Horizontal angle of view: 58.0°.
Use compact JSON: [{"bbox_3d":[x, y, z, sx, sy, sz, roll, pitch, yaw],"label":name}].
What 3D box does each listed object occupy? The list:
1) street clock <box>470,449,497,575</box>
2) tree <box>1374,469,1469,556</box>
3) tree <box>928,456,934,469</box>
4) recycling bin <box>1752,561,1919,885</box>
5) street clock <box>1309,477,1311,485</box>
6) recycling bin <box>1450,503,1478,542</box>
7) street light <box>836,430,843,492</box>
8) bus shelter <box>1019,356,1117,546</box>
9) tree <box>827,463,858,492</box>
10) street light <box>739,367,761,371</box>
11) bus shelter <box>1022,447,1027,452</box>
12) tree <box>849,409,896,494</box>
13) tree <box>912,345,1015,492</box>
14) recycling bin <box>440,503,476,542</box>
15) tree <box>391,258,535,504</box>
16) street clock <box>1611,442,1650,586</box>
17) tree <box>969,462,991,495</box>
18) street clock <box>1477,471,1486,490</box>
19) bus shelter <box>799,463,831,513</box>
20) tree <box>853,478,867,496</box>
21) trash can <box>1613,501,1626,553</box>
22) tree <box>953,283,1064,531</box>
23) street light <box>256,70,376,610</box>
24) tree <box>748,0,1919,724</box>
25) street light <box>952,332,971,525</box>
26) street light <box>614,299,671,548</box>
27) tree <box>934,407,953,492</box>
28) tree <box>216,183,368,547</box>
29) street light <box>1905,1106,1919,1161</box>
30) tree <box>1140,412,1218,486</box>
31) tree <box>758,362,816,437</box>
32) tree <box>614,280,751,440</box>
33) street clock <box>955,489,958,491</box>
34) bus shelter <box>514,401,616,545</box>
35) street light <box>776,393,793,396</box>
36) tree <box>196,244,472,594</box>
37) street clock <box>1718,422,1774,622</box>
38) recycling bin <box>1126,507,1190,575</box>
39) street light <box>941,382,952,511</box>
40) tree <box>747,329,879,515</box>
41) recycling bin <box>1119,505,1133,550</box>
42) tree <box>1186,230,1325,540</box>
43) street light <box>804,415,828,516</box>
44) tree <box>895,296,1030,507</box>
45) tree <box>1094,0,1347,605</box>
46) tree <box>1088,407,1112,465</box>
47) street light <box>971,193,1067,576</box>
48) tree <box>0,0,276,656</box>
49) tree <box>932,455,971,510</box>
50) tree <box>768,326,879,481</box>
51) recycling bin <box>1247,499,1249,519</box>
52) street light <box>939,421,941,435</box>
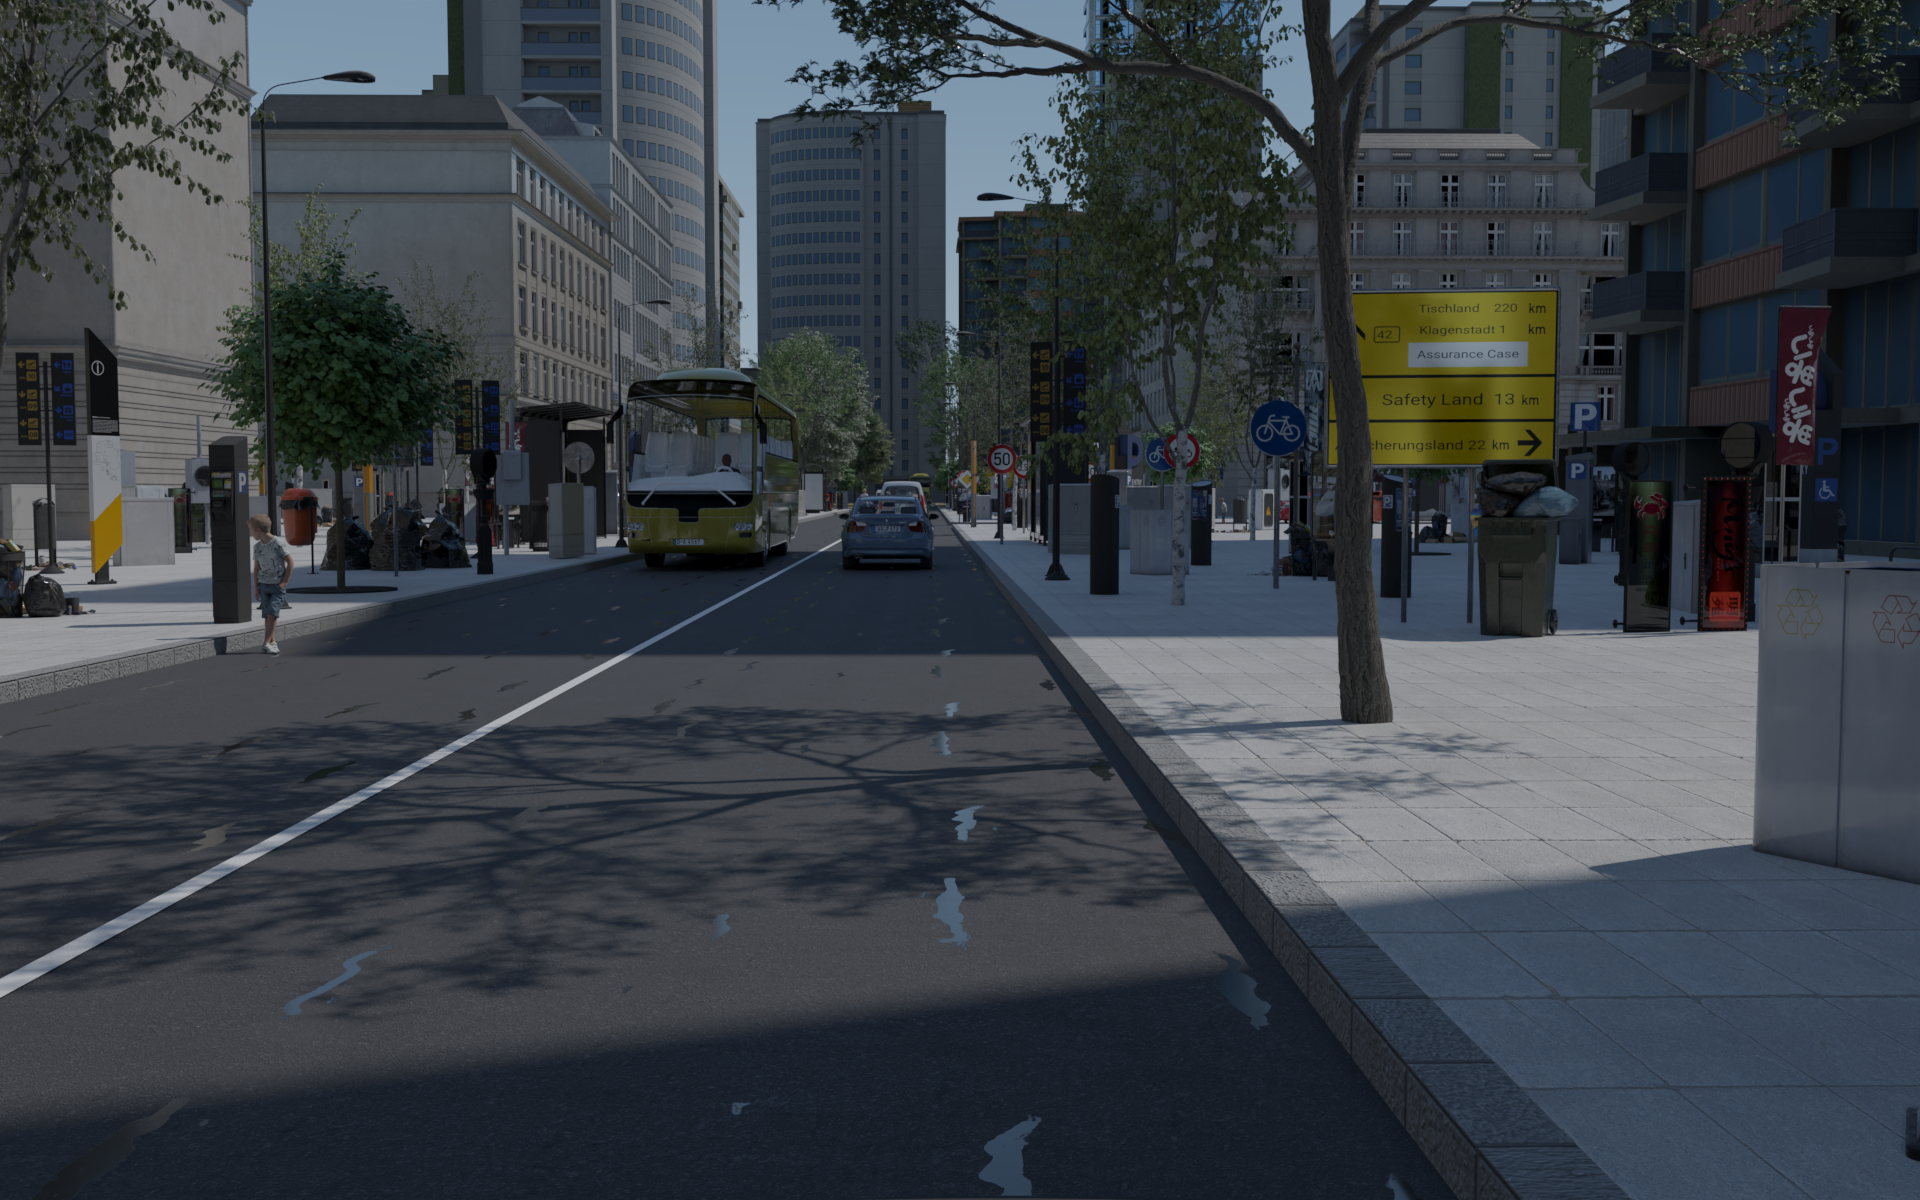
[{"bbox_3d":[-7.589,-1.410,27.628,0.358,2.002,0.471,1,4,15],"label":"street clock"},{"bbox_3d":[9.754,-3.233,36.574,4.285,4.588,4.351,0,3,0],"label":"tree"},{"bbox_3d":[-1.623,-16.463,219.534,4.360,8.622,3.978,0,3,0],"label":"tree"},{"bbox_3d":[3.323,0.396,6.078,0.722,1.027,0.722,-2,4,-29],"label":"recycling bin"},{"bbox_3d":[13.664,-3.801,66.708,0.471,2.002,0.358,1,4,17],"label":"street clock"},{"bbox_3d":[13.657,-2.090,46.723,0.722,1.027,0.722,2,4,25],"label":"recycling bin"},{"bbox_3d":[-9.085,-9.286,124.366,1.470,5.913,1.316,0,4,-1],"label":"street light"},{"bbox_3d":[2.765,-4.230,46.786,2.179,5.291,8.768,0,4,-1],"label":"bus shelter"},{"bbox_3d":[-11.561,-11.376,169.712,4.285,4.588,4.351,0,3,0],"label":"tree"},{"bbox_3d":[-8.008,-5.571,63.621,1.470,5.913,1.316,0,4,-1],"label":"street light"},{"bbox_3d":[4.138,-5.957,88.676,1.731,3.624,6.357,0,4,-1],"label":"bus shelter"},{"bbox_3d":[-11.954,-18.937,227.739,7.486,12.596,7.792,0,3,0],"label":"tree"},{"bbox_3d":[0.230,-11.994,121.857,9.928,11.665,9.643,0,3,0],"label":"tree"},{"bbox_3d":[-13.518,-2.089,46.703,0.722,1.027,0.722,2,4,30],"label":"recycling bin"},{"bbox_3d":[-16.058,-6.314,53.600,4.360,8.622,3.978,0,3,0],"label":"tree"},{"bbox_3d":[9.331,-1.197,24.144,0.471,2.002,0.358,-1,4,-19],"label":"street clock"},{"bbox_3d":[1.191,-6.722,104.504,1.663,3.219,1.824,0,3,0],"label":"tree"},{"bbox_3d":[15.815,-2.913,52.192,0.471,2.002,0.358,1,4,13],"label":"street clock"},{"bbox_3d":[-9.883,-7.547,117.311,2.014,3.302,5.546,0,4,-1],"label":"bus shelter"},{"bbox_3d":[-11.719,-12.944,206.243,1.663,3.219,1.824,0,3,0],"label":"tree"},{"bbox_3d":[14.178,-1.527,36.622,0.748,1.137,0.748,0,3,0],"label":"trash can"},{"bbox_3d":[1.898,-6.759,60.876,4.360,8.622,3.978,0,3,0],"label":"tree"},{"bbox_3d":[-7.108,-2.850,19.144,1.470,5.913,1.316,0,4,-1],"label":"street light"},{"bbox_3d":[2.020,-4.604,9.683,7.601,10.594,8.767,2,4,32],"label":"tree"},{"bbox_3d":[0.584,-4.718,49.674,1.470,5.913,1.316,0,4,-1],"label":"street light"},{"bbox_3d":[-7.587,-4.213,41.422,1.470,5.913,1.316,0,4,-1],"label":"street light"},{"bbox_3d":[0.927,-9.985,113.616,4.360,8.622,3.978,0,3,0],"label":"tree"},{"bbox_3d":[-15.940,-5.590,41.756,4.737,8.622,4.395,0,3,0],"label":"tree"},{"bbox_3d":[1.472,-1.876,3.209,1.470,5.913,1.316,0,4,-1],"label":"street light"},{"bbox_3d":[8.627,-5.242,69.428,4.285,4.588,4.351,0,3,0],"label":"tree"},{"bbox_3d":[-10.148,-8.903,95.921,4.737,8.622,4.395,0,3,0],"label":"tree"},{"bbox_3d":[-9.166,-6.660,59.248,4.360,8.622,3.978,0,3,0],"label":"tree"},{"bbox_3d":[-0.245,-8.976,151.334,0.471,2.002,0.358,3,4,37],"label":"street clock"},{"bbox_3d":[-10.669,-3.409,47.025,1.731,3.624,6.357,0,4,-1],"label":"bus shelter"},{"bbox_3d":[-8.366,-6.564,79.870,1.470,5.913,1.316,0,4,-1],"label":"street light"},{"bbox_3d":[-8.279,-2.391,22.804,4.285,4.588,4.351,0,3,0],"label":"tree"},{"bbox_3d":[7.872,-0.784,17.390,0.358,2.002,0.471,-2,4,-32],"label":"street clock"},{"bbox_3d":[3.194,-0.927,27.716,0.722,1.027,0.722,-2,4,-25],"label":"recycling bin"},{"bbox_3d":[0.047,-6.075,71.870,1.470,5.913,1.316,0,4,-1],"label":"street light"},{"bbox_3d":[-9.915,-11.142,107.924,9.928,11.665,9.643,0,3,0],"label":"tree"},{"bbox_3d":[3.531,-1.694,40.244,0.722,1.027,0.722,3,5,41],"label":"recycling bin"},{"bbox_3d":[8.163,-5.976,48.073,4.360,8.622,3.978,0,3,0],"label":"tree"},{"bbox_3d":[-8.634,-7.922,102.071,1.470,5.913,1.316,0,4,-1],"label":"street light"},{"bbox_3d":[0.517,-18.895,164.825,12.611,20.169,13.585,0,3,0],"label":"tree"},{"bbox_3d":[2.524,-4.262,20.046,4.737,8.622,4.395,0,3,0],"label":"tree"},{"bbox_3d":[10.799,-11.701,141.675,4.360,8.622,3.978,0,3,0],"label":"tree"},{"bbox_3d":[0.958,-3.323,26.865,1.470,5.913,1.316,0,4,-1],"label":"street light"},{"bbox_3d":[-7.699,-3.873,13.690,4.360,8.622,3.978,0,3,0],"label":"tree"},{"bbox_3d":[-0.346,-9.722,142.661,4.285,4.588,4.351,0,3,0],"label":"tree"},{"bbox_3d":[-10.823,-13.696,130.587,9.857,13.997,8.962,0,3,0],"label":"tree"},{"bbox_3d":[14.943,-4.601,87.779,0.722,1.027,0.722,-1,4,-21],"label":"recycling bin"},{"bbox_3d":[-0.181,-7.037,87.596,1.470,5.913,1.316,0,4,-1],"label":"street light"}]
